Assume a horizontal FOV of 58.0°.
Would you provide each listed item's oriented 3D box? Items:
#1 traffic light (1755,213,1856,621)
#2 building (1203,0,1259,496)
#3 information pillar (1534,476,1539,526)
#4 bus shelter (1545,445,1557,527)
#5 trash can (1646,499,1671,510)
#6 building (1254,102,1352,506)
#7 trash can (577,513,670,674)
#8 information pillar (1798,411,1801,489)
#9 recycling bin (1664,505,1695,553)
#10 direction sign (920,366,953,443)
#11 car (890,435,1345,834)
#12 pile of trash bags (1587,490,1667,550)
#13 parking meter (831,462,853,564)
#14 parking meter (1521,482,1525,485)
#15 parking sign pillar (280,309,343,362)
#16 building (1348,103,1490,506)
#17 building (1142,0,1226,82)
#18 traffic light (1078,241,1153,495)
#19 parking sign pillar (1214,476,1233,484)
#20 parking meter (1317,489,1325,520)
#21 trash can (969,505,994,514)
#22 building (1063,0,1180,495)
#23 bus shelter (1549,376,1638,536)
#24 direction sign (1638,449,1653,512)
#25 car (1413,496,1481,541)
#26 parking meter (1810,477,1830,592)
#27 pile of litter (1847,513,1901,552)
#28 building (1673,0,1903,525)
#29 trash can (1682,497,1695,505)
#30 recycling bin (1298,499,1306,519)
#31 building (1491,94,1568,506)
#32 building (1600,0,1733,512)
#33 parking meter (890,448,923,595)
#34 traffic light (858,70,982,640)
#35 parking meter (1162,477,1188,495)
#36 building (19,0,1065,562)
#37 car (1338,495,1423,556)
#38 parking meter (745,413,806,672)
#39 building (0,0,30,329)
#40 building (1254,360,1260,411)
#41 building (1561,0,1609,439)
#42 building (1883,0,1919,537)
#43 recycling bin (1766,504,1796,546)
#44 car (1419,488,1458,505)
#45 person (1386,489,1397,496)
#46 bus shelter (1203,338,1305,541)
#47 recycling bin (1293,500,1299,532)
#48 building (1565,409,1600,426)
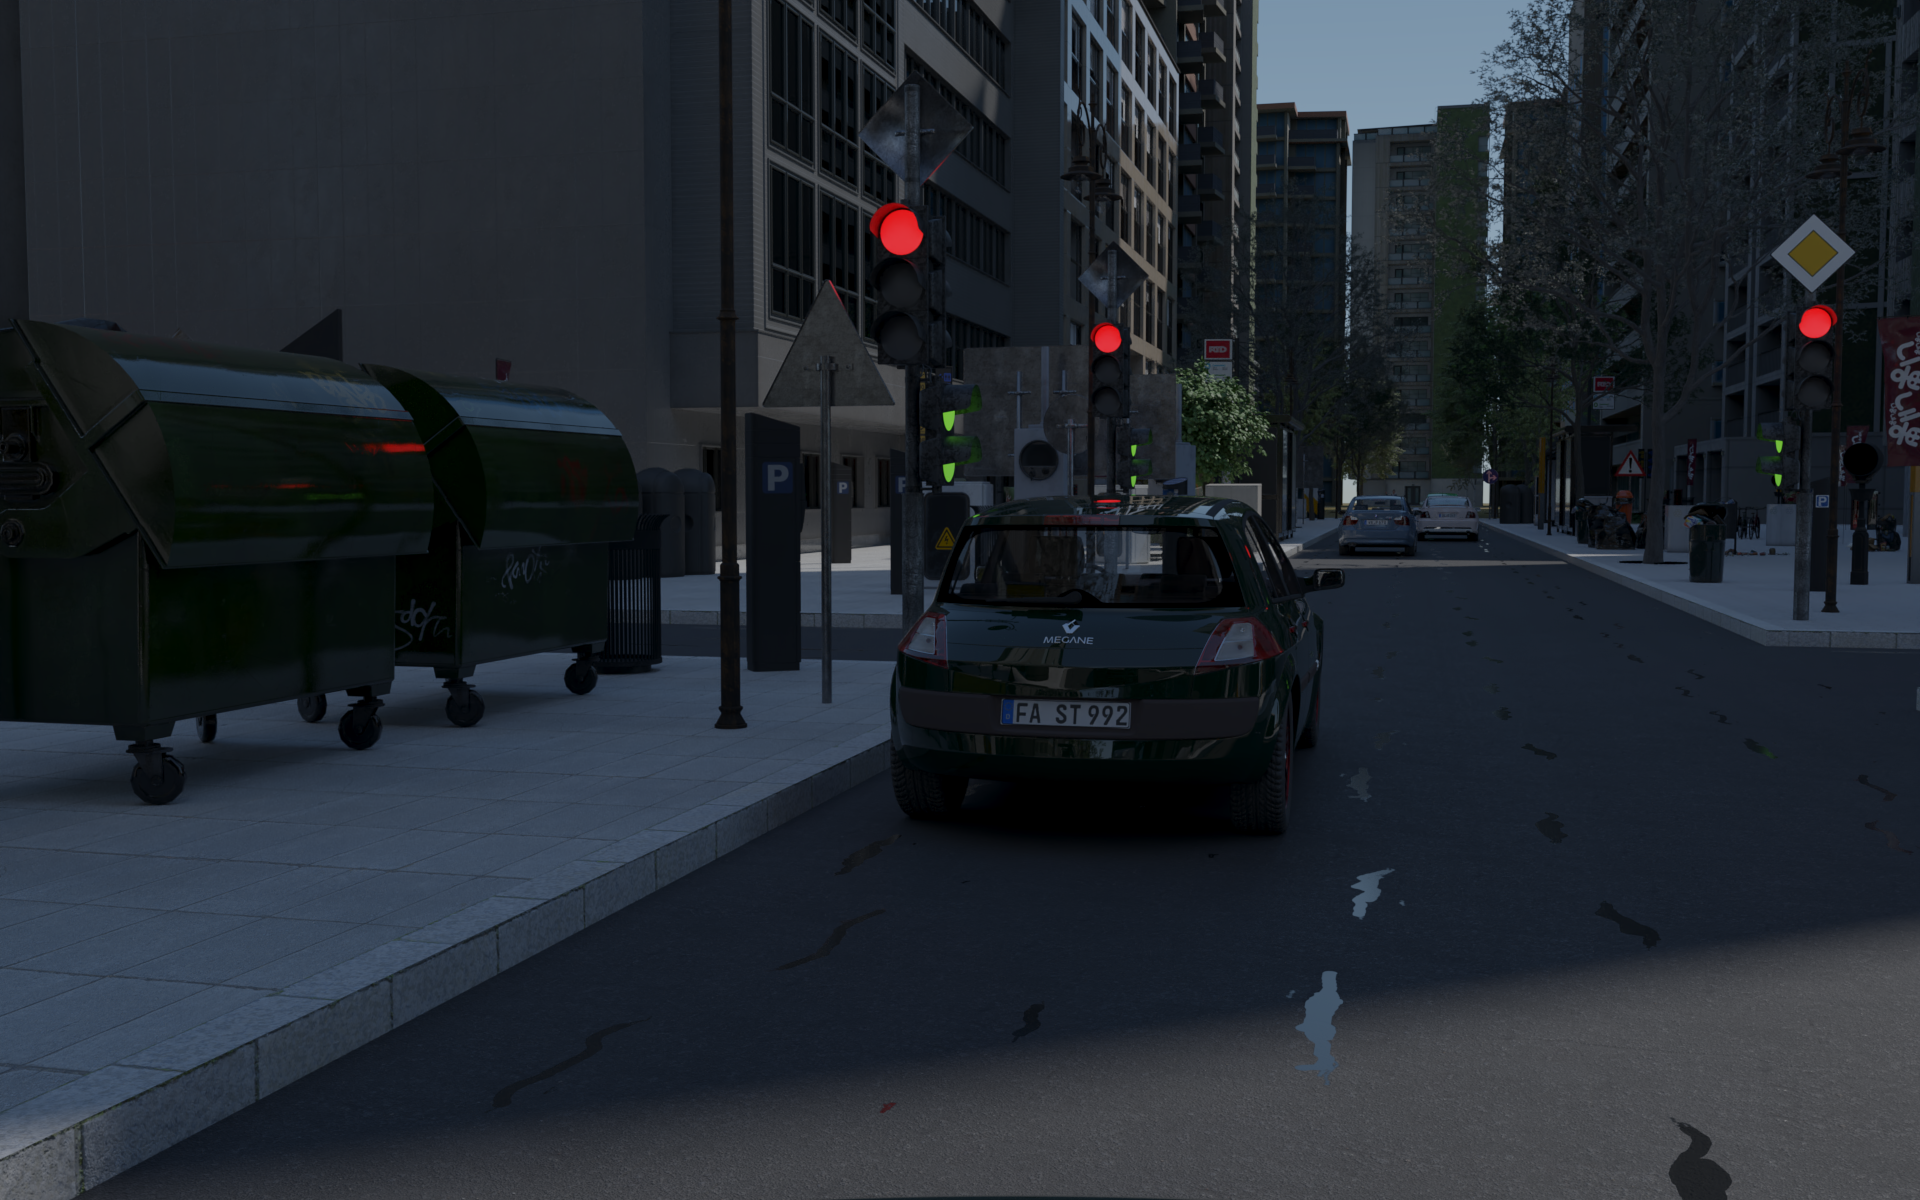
[{"bbox_3d":[8.543,-1.749,17.522,0.839,4.253,0.868,1,4,14],"label":"traffic light"},{"bbox_3d":[14.708,-27.354,130.827,14.154,41.232,14.086,1,4,14],"label":"building"},{"bbox_3d":[23.392,-4.009,70.045,0.304,2.012,0.304,1,4,10],"label":"information pillar"},{"bbox_3d":[23.199,-4.385,65.617,2.014,3.302,5.546,1,4,15],"label":"bus shelter"},{"bbox_3d":[21.501,-2.549,53.336,0.748,1.137,0.748,0,3,0],"label":"trash can"},{"bbox_3d":[28.967,-33.080,195.475,28.867,44.769,22.147,1,4,14],"label":"building"},{"bbox_3d":[-2.466,-0.053,12.516,0.748,1.137,0.748,0,3,0],"label":"trash can"},{"bbox_3d":[22.294,-3.332,45.833,0.183,3.616,0.504,3,5,43],"label":"information pillar"},{"bbox_3d":[15.956,-1.567,38.179,0.722,1.027,0.722,1,4,16],"label":"recycling bin"},{"bbox_3d":[-0.508,-2.362,30.619,0.876,3.537,0.379,-2,4,-33],"label":"direction sign"},{"bbox_3d":[0.919,0.058,8.838,2.009,1.686,4.222,1,4,14],"label":"car"},{"bbox_3d":[15.970,-1.933,41.359,1.912,1.369,3.447,1,4,15],"label":"pile of trash bags"},{"bbox_3d":[-2.199,-1.609,32.012,0.399,1.863,0.255,-2,4,-27],"label":"parking meter"},{"bbox_3d":[28.476,-4.997,87.404,0.255,1.863,0.399,1,4,8],"label":"parking meter"},{"bbox_3d":[-9.658,-2.265,25.510,1.447,3.967,1.447,0,4,5],"label":"parking sign pillar"},{"bbox_3d":[49.117,-30.739,186.174,14.086,41.232,14.154,1,4,14],"label":"building"},{"bbox_3d":[4.988,-27.877,110.412,22.147,44.769,28.867,1,4,14],"label":"building"},{"bbox_3d":[1.703,-1.856,19.270,0.839,4.253,0.868,1,4,14],"label":"traffic light"},{"bbox_3d":[9.181,-4.260,58.117,1.447,3.967,1.447,1,4,14],"label":"parking sign pillar"},{"bbox_3d":[18.193,-4.824,87.284,0.372,1.533,0.369,0,3,0],"label":"parking meter"},{"bbox_3d":[0.486,-0.619,21.776,0.748,1.137,0.748,0,3,0],"label":"trash can"},{"bbox_3d":[-2.158,-16.652,76.773,19.350,26.468,34.151,1,4,14],"label":"building"},{"bbox_3d":[20.531,-4.834,56.662,2.179,5.291,8.768,1,4,14],"label":"bus shelter"},{"bbox_3d":[34.304,-5.793,86.705,0.876,3.537,0.379,-1,4,-15],"label":"direction sign"},{"bbox_3d":[15.224,-2.557,54.167,2.083,1.381,4.827,1,4,15],"label":"car"},{"bbox_3d":[11.349,-0.883,22.856,0.372,1.533,0.369,0,3,0],"label":"parking meter"},{"bbox_3d":[20.622,-1.538,39.105,1.719,0.858,1.176,-3,4,-37],"label":"pile of litter"},{"bbox_3d":[43.819,-38.889,74.092,20.563,71.187,20.611,1,4,14],"label":"building"},{"bbox_3d":[33.687,-4.199,80.312,0.748,1.137,0.748,0,3,0],"label":"trash can"},{"bbox_3d":[17.555,-4.748,90.178,0.722,1.027,0.722,-1,4,-15],"label":"recycling bin"},{"bbox_3d":[70.975,-32.428,184.814,28.867,44.769,22.147,1,4,14],"label":"building"},{"bbox_3d":[48.183,-28.868,95.688,21.300,48.544,21.600,1,4,14],"label":"building"},{"bbox_3d":[-0.684,-1.004,22.128,0.399,1.863,0.255,0,4,5],"label":"parking meter"},{"bbox_3d":[-0.298,-1.383,11.538,0.839,4.253,0.868,1,4,14],"label":"traffic light"},{"bbox_3d":[3.224,-1.075,25.994,0.372,1.533,0.369,0,3,0],"label":"parking meter"},{"bbox_3d":[-6.903,-13.796,44.627,14.314,24.678,30.058,1,4,14],"label":"building"},{"bbox_3d":[10.052,-1.805,41.522,2.014,1.417,4.499,1,4,16],"label":"car"},{"bbox_3d":[-1.344,-0.421,12.600,0.399,1.863,0.255,-1,4,-21],"label":"parking meter"},{"bbox_3d":[-26.725,-10.672,39.114,19.286,19.102,10.561,1,4,14],"label":"building"},{"bbox_3d":[11.813,-51.340,152.084,31.000,86.520,22.319,1,4,14],"label":"building"},{"bbox_3d":[58.295,-30.235,144.450,14.600,45.320,14.200,1,4,14],"label":"building"},{"bbox_3d":[35.601,-17.101,51.310,14.160,30.474,14.107,1,4,14],"label":"building"},{"bbox_3d":[20.489,-1.861,42.983,0.722,1.027,0.722,3,5,41],"label":"recycling bin"},{"bbox_3d":[20.922,-4.056,75.104,1.959,1.807,4.718,1,4,16],"label":"car"},{"bbox_3d":[27.243,-6.126,109.459,0.742,1.727,0.445,1,4,17],"label":"person"},{"bbox_3d":[7.999,-4.248,47.082,2.179,5.291,8.768,1,4,15],"label":"bus shelter"},{"bbox_3d":[10.870,-2.813,58.554,0.722,1.027,0.722,-1,4,-23],"label":"recycling bin"},{"bbox_3d":[55.909,-49.390,120.201,22.319,86.520,31.000,1,4,14],"label":"building"}]
